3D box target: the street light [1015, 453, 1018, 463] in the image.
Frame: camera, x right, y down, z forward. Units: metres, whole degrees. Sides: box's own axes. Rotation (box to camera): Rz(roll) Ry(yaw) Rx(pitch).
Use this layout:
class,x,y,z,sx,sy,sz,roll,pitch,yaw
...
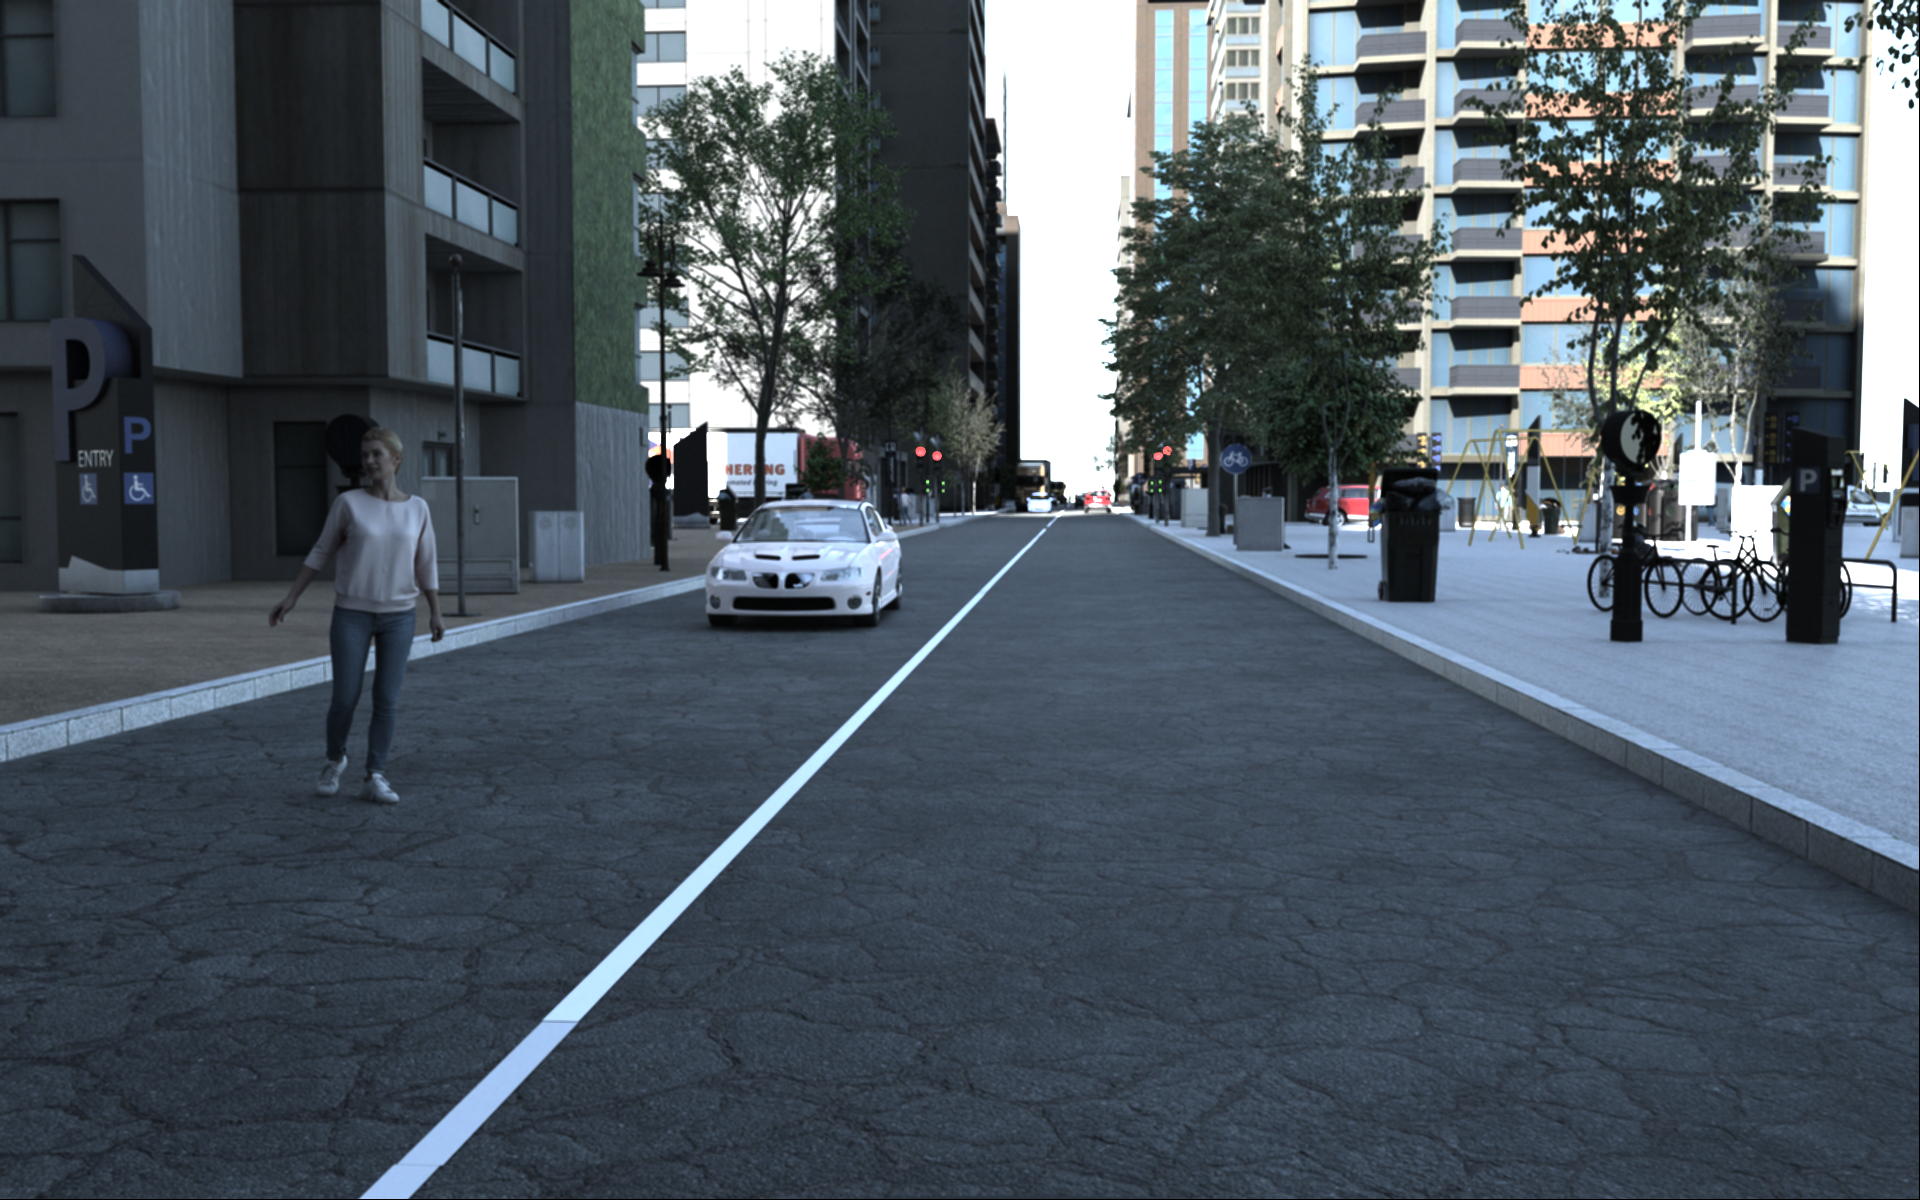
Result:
class,x,y,z,sx,sy,sz,roll,pitch,yaw
street light,6.202,-13.170,188.117,0.468,5.910,1.993,0,4,4

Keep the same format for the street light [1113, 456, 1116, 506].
class,x,y,z,sx,sy,sz,roll,pitch,yaw
street light,17.244,-13.476,193.114,0.468,5.910,1.993,0,4,4

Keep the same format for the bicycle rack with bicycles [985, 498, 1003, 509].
class,x,y,z,sx,sy,sz,roll,pitch,yaw
bicycle rack with bicycles,2.667,-8.220,147.786,2.852,0.926,2.925,0,4,2

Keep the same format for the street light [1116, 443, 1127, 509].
class,x,y,z,sx,sy,sz,roll,pitch,yaw
street light,14.893,-11.436,159.758,0.468,5.910,1.993,0,4,4

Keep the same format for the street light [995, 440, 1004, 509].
class,x,y,z,sx,sy,sz,roll,pitch,yaw
street light,3.196,-10.511,144.647,0.468,5.910,1.993,0,4,4

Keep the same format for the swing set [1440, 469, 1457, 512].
class,x,y,z,sx,sy,sz,roll,pitch,yaw
swing set,15.166,-3.127,48.746,2.862,2.851,3.119,-1,4,-19

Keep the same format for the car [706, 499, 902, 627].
class,x,y,z,sx,sy,sz,roll,pitch,yaw
car,-1.727,-0.484,20.276,2.083,1.381,4.827,0,4,3

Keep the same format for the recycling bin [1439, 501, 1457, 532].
class,x,y,z,sx,sy,sz,roll,pitch,yaw
recycling bin,16.551,-2.859,59.297,0.722,1.027,0.722,0,4,1

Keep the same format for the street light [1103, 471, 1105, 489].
class,x,y,z,sx,sy,sz,roll,pitch,yaw
street light,20.724,-16.556,243.475,0.468,5.910,1.993,0,4,4

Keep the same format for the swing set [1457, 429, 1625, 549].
class,x,y,z,sx,sy,sz,roll,pitch,yaw
swing set,14.220,-2.715,42.005,3.119,2.851,2.862,-1,4,-9

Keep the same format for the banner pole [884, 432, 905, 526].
class,x,y,z,sx,sy,sz,roll,pitch,yaw
banner pole,-2.642,-4.896,70.059,0.863,3.779,0.401,0,4,3

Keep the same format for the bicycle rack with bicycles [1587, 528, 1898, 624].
class,x,y,z,sx,sy,sz,roll,pitch,yaw
bicycle rack with bicycles,8.250,-0.276,17.889,2.852,0.926,2.925,-1,4,-8

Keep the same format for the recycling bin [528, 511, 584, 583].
class,x,y,z,sx,sy,sz,roll,pitch,yaw
recycling bin,-5.894,-0.778,25.272,0.722,1.027,0.722,-1,4,-19

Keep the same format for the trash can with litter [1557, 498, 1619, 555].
class,x,y,z,sx,sy,sz,roll,pitch,yaw
trash can with litter,13.798,-1.614,37.448,1.678,1.210,2.233,-1,4,-13

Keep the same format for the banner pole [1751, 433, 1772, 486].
class,x,y,z,sx,sy,sz,roll,pitch,yaw
banner pole,28.791,-4.405,62.036,0.863,3.779,0.401,0,4,6

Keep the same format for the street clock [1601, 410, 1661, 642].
class,x,y,z,sx,sy,sz,roll,pitch,yaw
street clock,5.814,-0.641,15.054,0.471,2.002,0.358,-2,4,-23

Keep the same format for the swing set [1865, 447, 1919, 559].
class,x,y,z,sx,sy,sz,roll,pitch,yaw
swing set,18.779,-2.093,31.839,3.119,2.851,2.862,-2,4,-32

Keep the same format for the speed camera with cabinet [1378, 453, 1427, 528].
class,x,y,z,sx,sy,sz,roll,pitch,yaw
speed camera with cabinet,16.910,-4.362,65.659,2.038,3.252,0.660,3,5,43

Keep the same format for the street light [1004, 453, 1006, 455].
class,x,y,z,sx,sy,sz,roll,pitch,yaw
street light,3.820,-11.093,154.150,0.468,5.910,1.993,0,4,4

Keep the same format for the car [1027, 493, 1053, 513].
class,x,y,z,sx,sy,sz,roll,pitch,yaw
car,6.013,-7.387,130.370,1.945,1.707,3.694,0,4,4

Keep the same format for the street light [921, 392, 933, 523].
class,x,y,z,sx,sy,sz,roll,pitch,yaw
street light,-1.458,-6.421,77.774,0.468,5.910,1.993,0,4,4

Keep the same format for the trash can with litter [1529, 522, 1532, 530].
class,x,y,z,sx,sy,sz,roll,pitch,yaw
trash can with litter,20.509,-3.064,61.490,0.624,1.170,1.055,1,4,16

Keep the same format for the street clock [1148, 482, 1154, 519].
class,x,y,z,sx,sy,sz,roll,pitch,yaw
street clock,9.925,-5.218,89.890,0.358,2.002,0.471,2,4,26

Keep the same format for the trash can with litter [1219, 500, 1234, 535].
class,x,y,z,sx,sy,sz,roll,pitch,yaw
trash can with litter,8.467,-2.683,55.254,1.055,1.170,0.624,2,4,34

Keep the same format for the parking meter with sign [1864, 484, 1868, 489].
class,x,y,z,sx,sy,sz,roll,pitch,yaw
parking meter with sign,68.498,-8.270,131.471,0.543,3.016,1.738,-3,4,-37

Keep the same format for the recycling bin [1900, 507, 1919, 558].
class,x,y,z,sx,sy,sz,roll,pitch,yaw
recycling bin,19.407,-1.358,34.765,0.722,1.027,0.722,-2,4,-34

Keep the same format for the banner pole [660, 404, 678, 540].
class,x,y,z,sx,sy,sz,roll,pitch,yaw
banner pole,-8.212,-3.574,48.456,0.401,3.779,0.863,-2,4,-35

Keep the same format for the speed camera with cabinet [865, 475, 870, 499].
class,x,y,z,sx,sy,sz,roll,pitch,yaw
speed camera with cabinet,-5.292,-5.367,82.090,2.038,3.252,0.660,-2,4,-25

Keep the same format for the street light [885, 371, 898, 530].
class,x,y,z,sx,sy,sz,roll,pitch,yaw
street light,-2.532,-5.470,62.230,0.468,5.910,1.993,0,4,4

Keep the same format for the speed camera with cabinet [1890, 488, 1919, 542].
class,x,y,z,sx,sy,sz,roll,pitch,yaw
speed camera with cabinet,26.018,-3.168,46.132,2.038,3.252,0.660,1,4,22

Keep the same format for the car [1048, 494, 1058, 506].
class,x,y,z,sx,sy,sz,roll,pitch,yaw
car,10.534,-11.877,203.975,2.009,1.686,4.222,0,4,2

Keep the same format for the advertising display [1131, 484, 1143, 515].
class,x,y,z,sx,sy,sz,roll,pitch,yaw
advertising display,10.961,-6.249,107.384,0.123,1.923,0.974,-3,4,-37

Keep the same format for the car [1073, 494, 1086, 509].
class,x,y,z,sx,sy,sz,roll,pitch,yaw
car,12.270,-9.754,171.272,2.131,1.459,4.920,0,4,4

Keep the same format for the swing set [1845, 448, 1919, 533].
class,x,y,z,sx,sy,sz,roll,pitch,yaw
swing set,33.270,-4.048,63.798,3.119,2.851,2.862,-3,5,-43

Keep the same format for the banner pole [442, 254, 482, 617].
class,x,y,z,sx,sy,sz,roll,pitch,yaw
banner pole,-5.297,-1.735,18.381,0.401,3.779,0.863,-1,4,-11

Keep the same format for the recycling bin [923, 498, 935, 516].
class,x,y,z,sx,sy,sz,roll,pitch,yaw
recycling bin,-1.907,-5.385,100.595,0.722,1.027,0.722,-1,4,-18

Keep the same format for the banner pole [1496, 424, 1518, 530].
class,x,y,z,sx,sy,sz,roll,pitch,yaw
banner pole,19.549,-4.397,61.905,0.863,3.779,0.401,3,5,44

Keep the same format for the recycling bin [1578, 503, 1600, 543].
class,x,y,z,sx,sy,sz,roll,pitch,yaw
recycling bin,16.888,-2.055,46.147,0.722,1.027,0.722,2,4,24

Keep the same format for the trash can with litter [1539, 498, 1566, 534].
class,x,y,z,sx,sy,sz,roll,pitch,yaw
trash can with litter,18.833,-2.668,55.001,0.624,1.170,1.055,3,5,41

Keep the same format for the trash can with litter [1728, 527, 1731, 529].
class,x,y,z,sx,sy,sz,roll,pitch,yaw
trash can with litter,28.734,-3.255,64.279,2.233,1.210,1.678,-3,4,-38

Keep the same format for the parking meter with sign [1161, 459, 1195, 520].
class,x,y,z,sx,sy,sz,roll,pitch,yaw
parking meter with sign,10.756,-5.479,85.847,1.738,3.016,0.543,-1,4,-22

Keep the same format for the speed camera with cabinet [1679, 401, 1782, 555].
class,x,y,z,sx,sy,sz,roll,pitch,yaw
speed camera with cabinet,16.440,-2.601,36.858,2.038,3.252,0.660,2,4,29

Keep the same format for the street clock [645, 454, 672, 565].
class,x,y,z,sx,sy,sz,roll,pitch,yaw
street clock,-5.427,-1.631,31.230,0.471,2.002,0.358,-1,4,-12

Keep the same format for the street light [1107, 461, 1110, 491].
class,x,y,z,sx,sy,sz,roll,pitch,yaw
street light,19.566,-15.557,227.144,0.468,5.910,1.993,0,4,4

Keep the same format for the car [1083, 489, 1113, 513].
class,x,y,z,sx,sy,sz,roll,pitch,yaw
car,10.380,-7.451,130.503,2.281,1.827,5.304,0,4,4

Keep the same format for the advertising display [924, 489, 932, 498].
class,x,y,z,sx,sy,sz,roll,pitch,yaw
advertising display,-2.113,-6.683,114.487,0.123,1.923,0.974,2,4,28

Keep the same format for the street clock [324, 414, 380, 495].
class,x,y,z,sx,sy,sz,roll,pitch,yaw
street clock,-5.522,-0.689,15.837,0.471,2.002,0.358,1,4,9

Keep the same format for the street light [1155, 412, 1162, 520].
class,x,y,z,sx,sy,sz,roll,pitch,yaw
street light,9.713,-6.804,84.038,0.468,5.910,1.993,0,4,4

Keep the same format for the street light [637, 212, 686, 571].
class,x,y,z,sx,sy,sz,roll,pitch,yaw
street light,-4.933,-3.424,28.764,0.468,5.910,1.993,0,4,4

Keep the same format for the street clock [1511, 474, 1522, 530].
class,x,y,z,sx,sy,sz,roll,pitch,yaw
street clock,19.607,-3.457,61.095,0.358,2.002,0.471,0,4,-2

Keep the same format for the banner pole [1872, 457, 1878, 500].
class,x,y,z,sx,sy,sz,roll,pitch,yaw
banner pole,61.567,-7.741,116.589,0.401,3.779,0.863,0,4,8

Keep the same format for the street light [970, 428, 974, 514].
class,x,y,z,sx,sy,sz,roll,pitch,yaw
street light,0.843,-8.471,111.290,0.468,5.910,1.993,0,4,4
